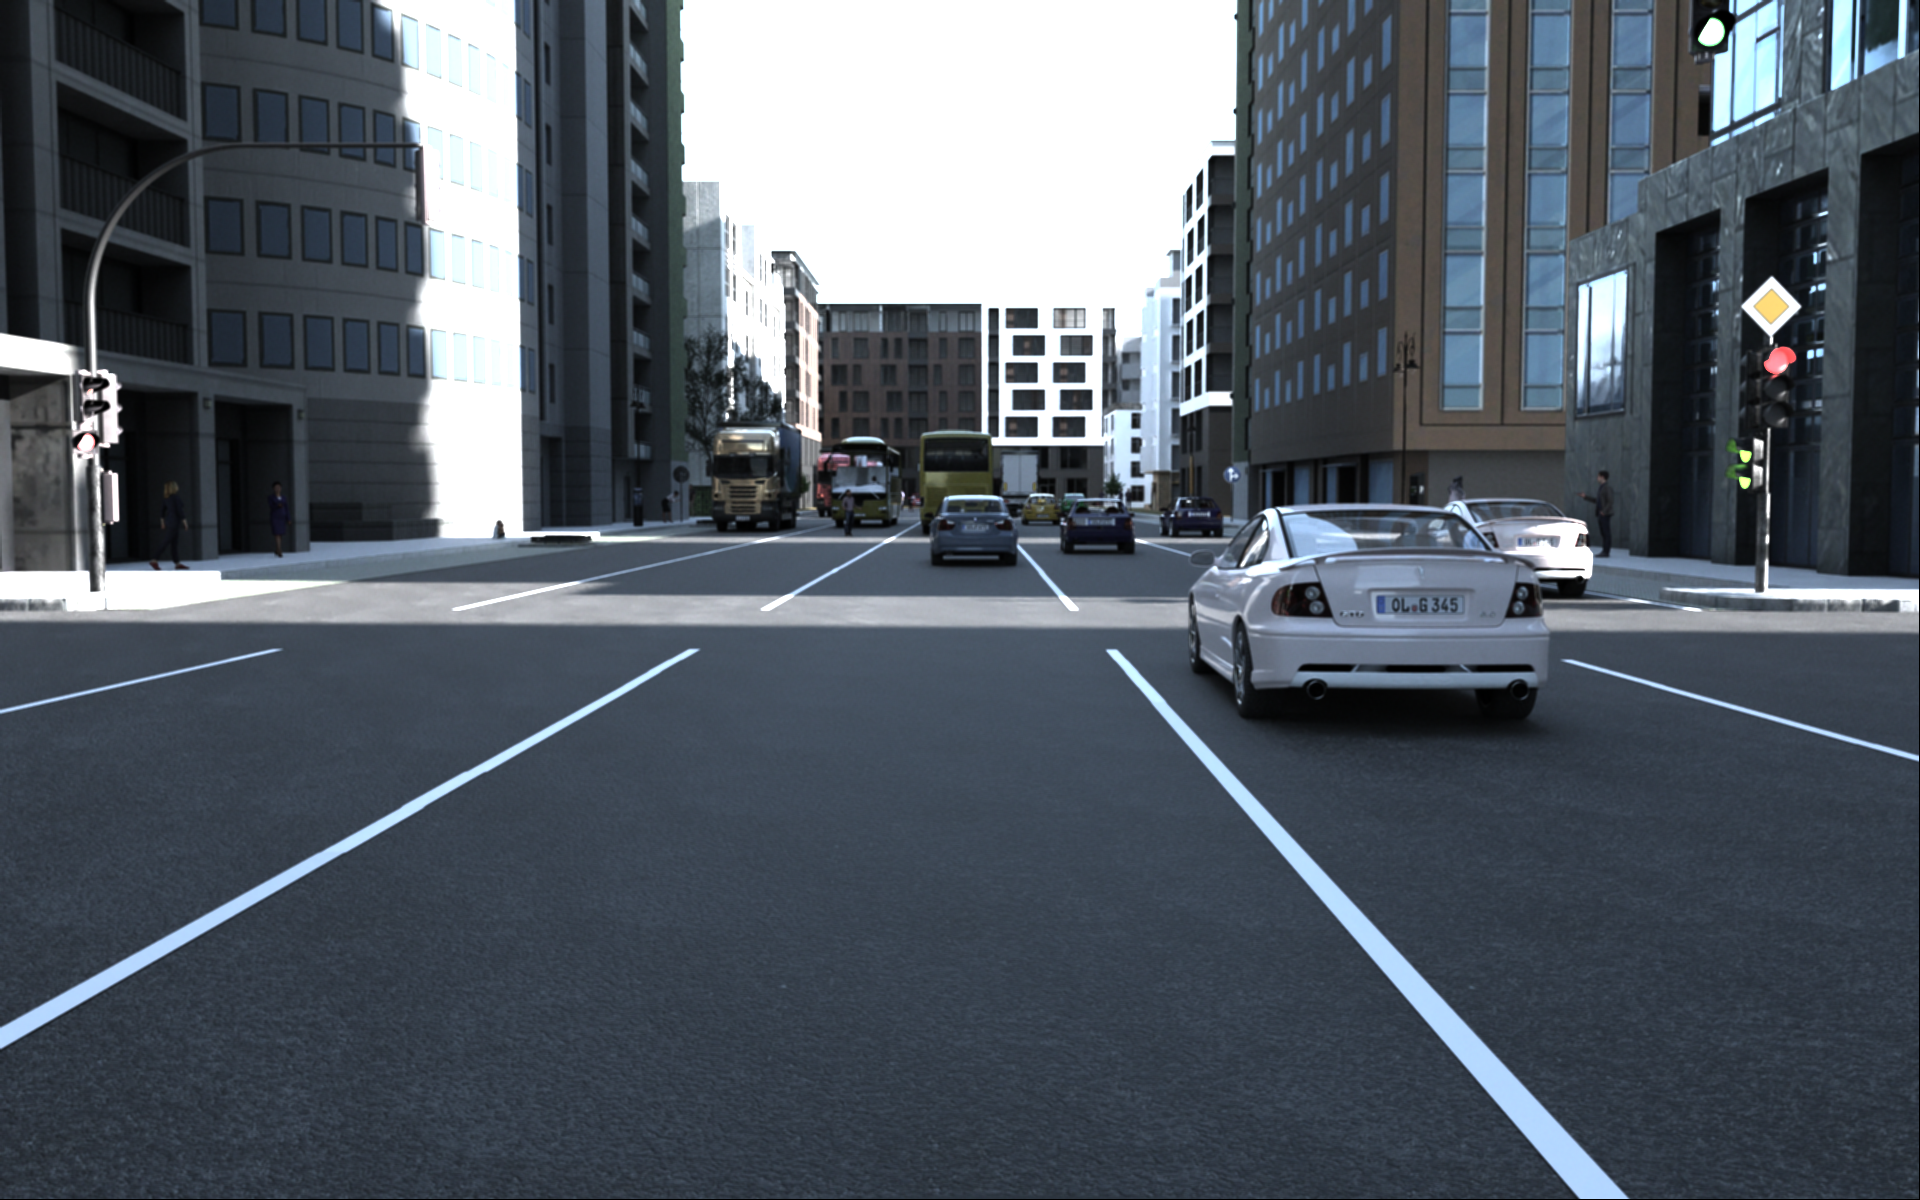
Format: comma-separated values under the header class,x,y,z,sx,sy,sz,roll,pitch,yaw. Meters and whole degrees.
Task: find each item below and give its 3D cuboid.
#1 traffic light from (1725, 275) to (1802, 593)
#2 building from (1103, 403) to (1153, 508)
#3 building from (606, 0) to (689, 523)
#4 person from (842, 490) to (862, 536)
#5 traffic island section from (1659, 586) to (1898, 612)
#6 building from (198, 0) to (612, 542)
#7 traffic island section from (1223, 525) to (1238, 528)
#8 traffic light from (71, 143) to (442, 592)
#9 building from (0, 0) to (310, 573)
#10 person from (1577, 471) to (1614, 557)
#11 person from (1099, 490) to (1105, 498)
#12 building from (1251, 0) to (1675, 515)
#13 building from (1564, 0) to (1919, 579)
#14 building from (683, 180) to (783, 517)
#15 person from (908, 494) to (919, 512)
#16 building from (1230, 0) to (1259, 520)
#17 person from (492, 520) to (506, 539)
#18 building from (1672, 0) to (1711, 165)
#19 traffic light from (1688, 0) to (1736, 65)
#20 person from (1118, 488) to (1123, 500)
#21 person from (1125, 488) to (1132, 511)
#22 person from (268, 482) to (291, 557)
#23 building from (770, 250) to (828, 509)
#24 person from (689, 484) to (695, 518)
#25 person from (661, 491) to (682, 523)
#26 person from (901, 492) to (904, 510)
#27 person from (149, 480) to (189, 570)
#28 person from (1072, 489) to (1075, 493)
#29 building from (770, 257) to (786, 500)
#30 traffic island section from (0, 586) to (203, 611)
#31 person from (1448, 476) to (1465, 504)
class,x,y,z,sx,sy,sz,roll,pitch,yaw
traffic light,10.408,-2.049,22.430,0.839,4.253,0.868,0,4,0
building,18.697,-13.276,159.207,9.099,9.664,28.070,0,4,0
building,-20.707,-24.196,79.196,14.154,41.232,14.086,0,4,0
person,-3.751,-2.950,58.689,0.435,1.587,0.963,3,4,37
traffic island section,10.448,-0.016,22.544,2.009,0.180,2.903,0,4,0
building,-25.138,-31.488,56.820,21.231,58.520,28.212,0,4,0
traffic island section,10.770,-3.137,74.151,1.991,0.108,1.994,0,4,0
traffic light,-9.180,-2.930,22.573,4.771,5.953,1.251,0,4,0
building,-24.750,-36.319,32.065,20.563,71.187,20.611,0,4,0
person,12.944,-1.757,35.300,0.750,1.759,0.617,1,4,22
person,13.837,-9.902,168.852,0.541,1.710,0.530,1,4,10
building,20.939,-26.024,75.599,14.600,45.320,14.200,0,4,0
building,29.413,-43.963,31.462,31.000,86.520,22.319,0,4,0
building,-21.739,-15.125,113.743,16.747,18.905,31.486,0,4,0
person,-3.764,-7.785,138.969,0.799,1.438,0.628,-3,5,-45
building,21.067,-19.479,90.179,14.160,30.474,14.107,0,4,0
person,-13.155,-2.012,49.422,0.357,0.543,0.381,-2,4,-30
building,20.847,-25.157,61.426,14.600,45.320,14.200,0,4,0
traffic light,8.265,-2.425,14.317,4.771,5.953,1.251,0,4,0
person,13.389,-8.410,143.992,0.568,1.767,0.683,-3,5,-41
person,12.967,-7.734,133.414,0.541,1.710,0.530,0,4,6
person,-13.773,-1.636,35.166,0.546,1.535,0.453,2,4,25
building,-29.944,-19.285,159.288,32.646,21.610,27.936,0,4,0
person,-14.382,-5.274,92.399,0.434,1.807,0.598,-2,4,-27
person,-12.872,-4.153,77.125,0.799,1.438,0.628,-2,4,-29
person,-5.254,-8.764,151.665,0.599,1.838,0.709,-2,4,-29
person,-13.411,-1.270,29.357,0.480,1.512,0.613,2,4,24
person,9.737,-8.520,147.744,0.705,1.831,1.348,-1,4,-15
building,-21.694,-17.053,135.240,16.016,20.091,11.380,0,4,0
traffic island section,-11.312,-0.025,22.686,2.009,0.180,2.903,0,4,0
person,12.594,-2.276,43.919,0.621,1.740,0.551,-1,4,-18
